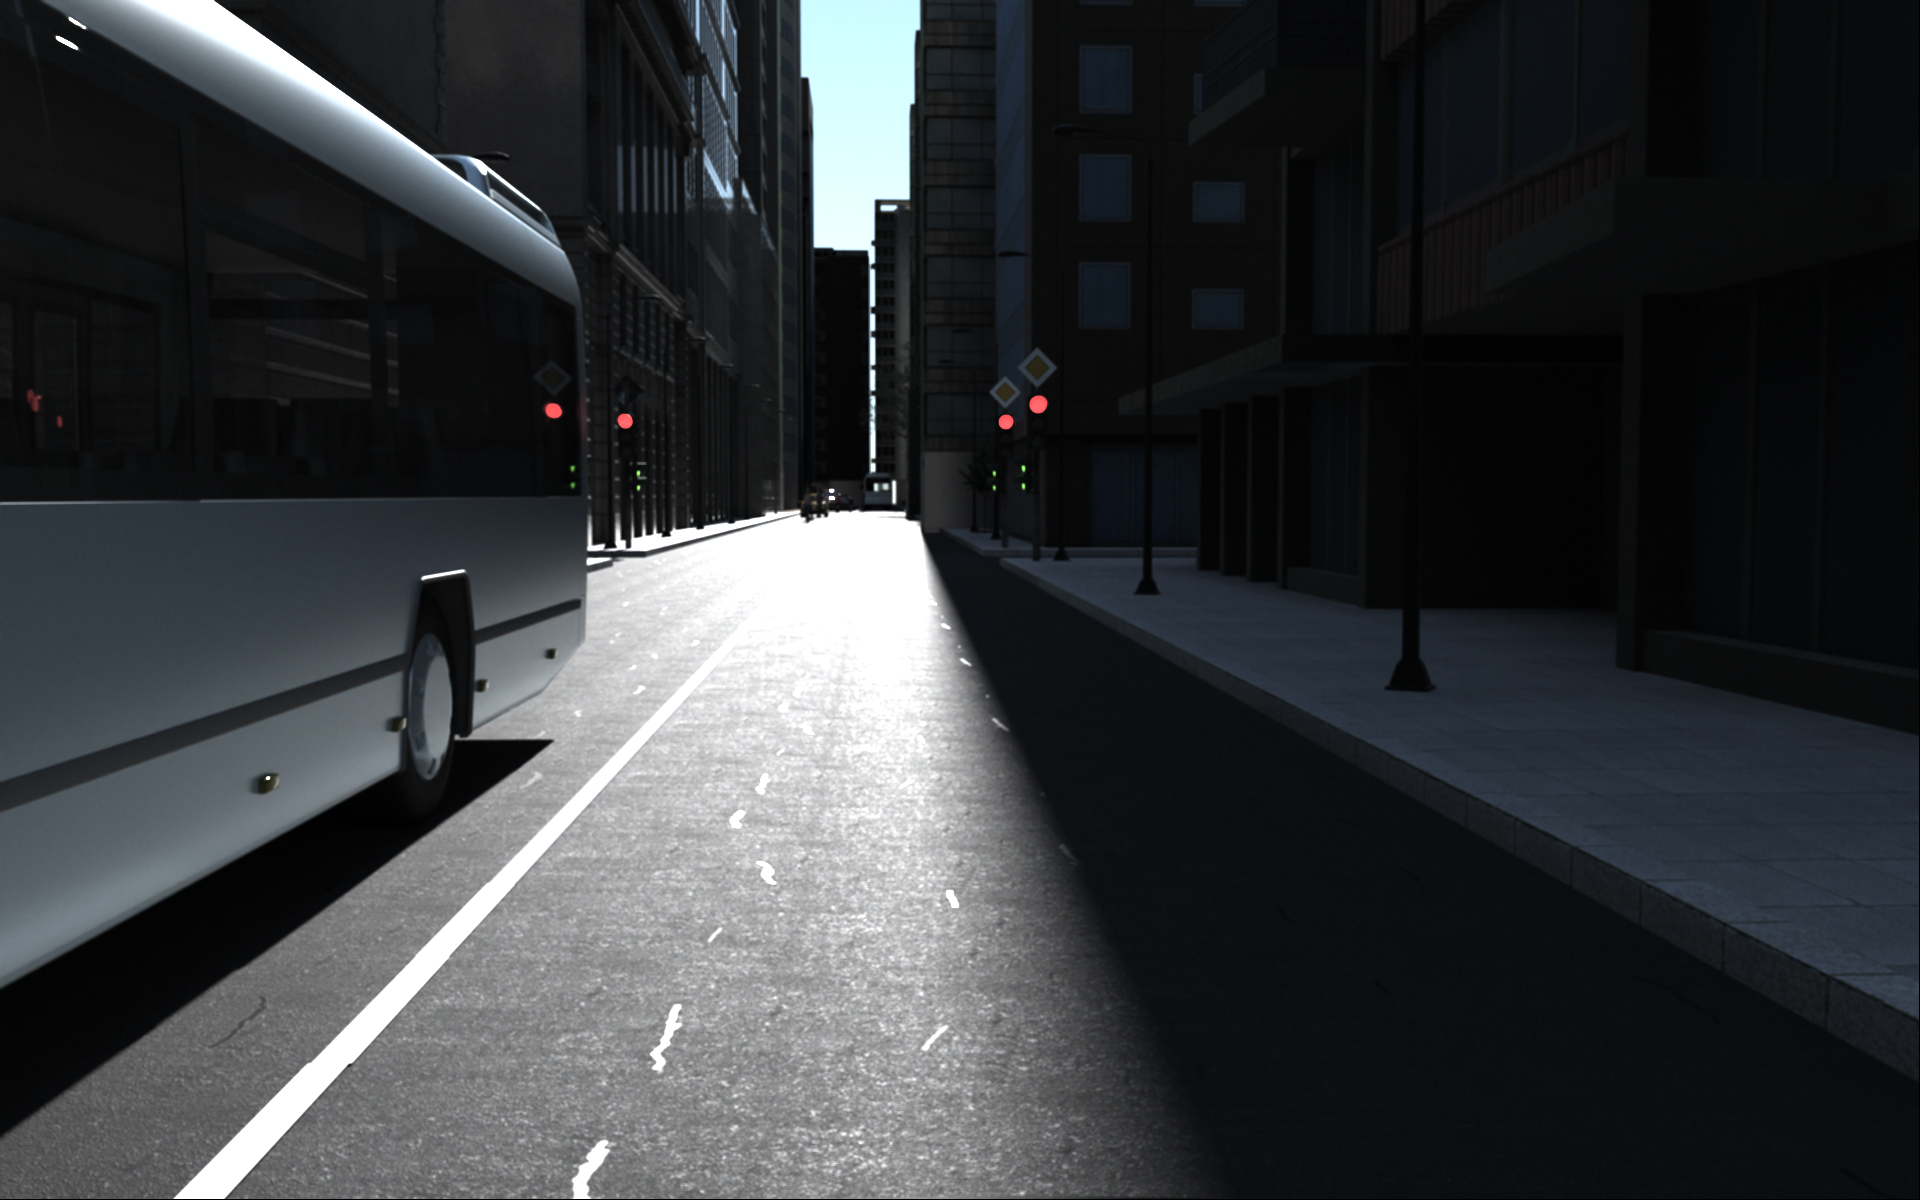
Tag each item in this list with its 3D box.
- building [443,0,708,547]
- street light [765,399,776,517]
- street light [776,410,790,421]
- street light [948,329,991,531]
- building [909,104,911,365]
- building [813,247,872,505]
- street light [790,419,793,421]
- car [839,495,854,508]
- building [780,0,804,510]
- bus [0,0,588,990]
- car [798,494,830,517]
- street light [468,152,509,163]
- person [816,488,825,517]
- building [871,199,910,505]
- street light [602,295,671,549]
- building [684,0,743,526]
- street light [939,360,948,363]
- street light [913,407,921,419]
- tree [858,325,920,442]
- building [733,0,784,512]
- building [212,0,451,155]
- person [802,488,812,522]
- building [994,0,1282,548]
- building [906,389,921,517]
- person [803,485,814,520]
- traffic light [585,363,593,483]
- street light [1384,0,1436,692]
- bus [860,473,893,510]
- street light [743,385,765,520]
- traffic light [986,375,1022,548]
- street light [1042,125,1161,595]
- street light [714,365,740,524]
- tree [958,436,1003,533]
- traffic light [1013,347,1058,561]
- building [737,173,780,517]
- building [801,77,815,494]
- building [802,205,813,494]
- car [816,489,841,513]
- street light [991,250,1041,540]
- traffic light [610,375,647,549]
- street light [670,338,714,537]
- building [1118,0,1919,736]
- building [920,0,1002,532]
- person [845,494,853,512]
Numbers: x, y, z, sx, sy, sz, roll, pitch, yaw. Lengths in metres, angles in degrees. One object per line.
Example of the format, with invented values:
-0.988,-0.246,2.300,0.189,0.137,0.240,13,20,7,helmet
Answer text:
-15.357,-12.860,52.058,13.314,21.916,24.055,0,4,-3,building
-9.918,-6.869,84.853,1.470,5.913,1.316,0,4,-3,street light
-10.355,-7.542,95.846,1.470,5.913,1.316,0,4,-3,street light
0.484,-4.663,48.774,1.470,5.913,1.316,0,4,-3,street light
2.877,-28.959,157.077,14.154,41.232,14.086,0,4,-3,building
-17.594,-26.551,205.805,14.107,30.474,14.160,0,4,-3,building
-11.010,-8.221,106.954,1.470,5.913,1.316,0,4,-3,street light
-12.040,-10.241,179.801,2.083,1.381,4.827,0,4,-3,car
-24.181,-36.781,143.373,21.231,58.520,28.212,0,4,-3,building
-3.420,-0.577,4.302,2.948,3.499,13.247,0,4,-2,bus
-9.113,-6.012,108.512,2.015,1.641,3.980,0,4,-3,car
-6.832,-3.128,23.691,1.470,5.913,1.316,0,4,-3,street light
-8.540,-5.960,106.123,0.466,1.800,0.511,1,4,10,person
0.960,-32.047,215.843,23.993,40.220,32.217,0,4,-3,building
-7.686,-4.163,40.613,1.470,5.913,1.316,0,4,-3,street light
-16.672,-18.437,78.930,11.434,29.767,29.804,0,4,-3,building
-0.036,-5.346,59.952,1.470,5.913,1.316,0,4,-3,street light
-1.634,-7.326,92.316,1.470,5.913,1.316,0,4,-3,street light
-2.149,-12.961,122.278,12.009,13.543,11.850,0,3,0,tree
-19.933,-26.812,121.971,14.154,41.232,14.086,0,4,-3,building
-18.541,-12.092,26.583,19.941,23.489,11.050,0,4,-3,building
-7.691,-4.791,87.500,0.731,1.740,0.598,2,4,34,person
8.427,-24.271,46.942,14.200,45.320,14.600,0,4,-3,building
8.261,-48.122,99.472,22.319,86.520,31.000,0,4,-3,building
-8.240,-5.288,94.315,0.648,1.900,0.474,2,4,35,person
-7.397,-2.680,32.742,0.839,4.253,0.868,0,4,-3,traffic light
2.421,-2.364,11.197,1.470,5.913,1.316,0,4,-3,street light
-7.738,-10.148,160.786,2.948,3.499,13.247,0,4,-4,bus
-9.240,-6.210,74.072,1.470,5.913,1.316,0,4,-3,street light
1.052,-3.196,41.176,0.839,4.253,0.868,0,4,-3,traffic light
1.858,-3.024,21.984,1.470,5.913,1.316,0,4,-3,street light
-8.830,-5.494,62.367,1.470,5.913,1.316,0,4,-3,street light
0.717,-3.851,57.566,1.663,3.219,1.824,0,3,0,tree
1.453,-2.708,33.201,0.839,4.253,0.868,0,4,-3,traffic light
-16.398,-15.156,102.550,10.420,20.320,16.860,0,4,-3,building
-22.752,-32.600,183.122,14.200,45.320,14.600,0,4,-3,building
-21.790,-24.118,166.031,14.160,30.474,14.107,0,4,-3,building
-10.490,-7.804,136.265,2.281,1.827,5.304,0,4,-4,car
1.418,-3.709,33.186,1.470,5.913,1.316,0,4,-3,street light
-7.798,-3.168,40.717,0.839,4.253,0.868,0,4,-3,traffic light
-8.227,-4.834,51.583,1.470,5.913,1.316,0,4,-3,street light
14.251,-22.102,15.995,22.147,44.769,28.867,0,4,-3,building
5.348,-23.645,70.184,14.154,41.232,14.086,0,4,-3,building
-8.749,-7.625,136.398,0.697,1.427,0.421,0,4,-2,person
